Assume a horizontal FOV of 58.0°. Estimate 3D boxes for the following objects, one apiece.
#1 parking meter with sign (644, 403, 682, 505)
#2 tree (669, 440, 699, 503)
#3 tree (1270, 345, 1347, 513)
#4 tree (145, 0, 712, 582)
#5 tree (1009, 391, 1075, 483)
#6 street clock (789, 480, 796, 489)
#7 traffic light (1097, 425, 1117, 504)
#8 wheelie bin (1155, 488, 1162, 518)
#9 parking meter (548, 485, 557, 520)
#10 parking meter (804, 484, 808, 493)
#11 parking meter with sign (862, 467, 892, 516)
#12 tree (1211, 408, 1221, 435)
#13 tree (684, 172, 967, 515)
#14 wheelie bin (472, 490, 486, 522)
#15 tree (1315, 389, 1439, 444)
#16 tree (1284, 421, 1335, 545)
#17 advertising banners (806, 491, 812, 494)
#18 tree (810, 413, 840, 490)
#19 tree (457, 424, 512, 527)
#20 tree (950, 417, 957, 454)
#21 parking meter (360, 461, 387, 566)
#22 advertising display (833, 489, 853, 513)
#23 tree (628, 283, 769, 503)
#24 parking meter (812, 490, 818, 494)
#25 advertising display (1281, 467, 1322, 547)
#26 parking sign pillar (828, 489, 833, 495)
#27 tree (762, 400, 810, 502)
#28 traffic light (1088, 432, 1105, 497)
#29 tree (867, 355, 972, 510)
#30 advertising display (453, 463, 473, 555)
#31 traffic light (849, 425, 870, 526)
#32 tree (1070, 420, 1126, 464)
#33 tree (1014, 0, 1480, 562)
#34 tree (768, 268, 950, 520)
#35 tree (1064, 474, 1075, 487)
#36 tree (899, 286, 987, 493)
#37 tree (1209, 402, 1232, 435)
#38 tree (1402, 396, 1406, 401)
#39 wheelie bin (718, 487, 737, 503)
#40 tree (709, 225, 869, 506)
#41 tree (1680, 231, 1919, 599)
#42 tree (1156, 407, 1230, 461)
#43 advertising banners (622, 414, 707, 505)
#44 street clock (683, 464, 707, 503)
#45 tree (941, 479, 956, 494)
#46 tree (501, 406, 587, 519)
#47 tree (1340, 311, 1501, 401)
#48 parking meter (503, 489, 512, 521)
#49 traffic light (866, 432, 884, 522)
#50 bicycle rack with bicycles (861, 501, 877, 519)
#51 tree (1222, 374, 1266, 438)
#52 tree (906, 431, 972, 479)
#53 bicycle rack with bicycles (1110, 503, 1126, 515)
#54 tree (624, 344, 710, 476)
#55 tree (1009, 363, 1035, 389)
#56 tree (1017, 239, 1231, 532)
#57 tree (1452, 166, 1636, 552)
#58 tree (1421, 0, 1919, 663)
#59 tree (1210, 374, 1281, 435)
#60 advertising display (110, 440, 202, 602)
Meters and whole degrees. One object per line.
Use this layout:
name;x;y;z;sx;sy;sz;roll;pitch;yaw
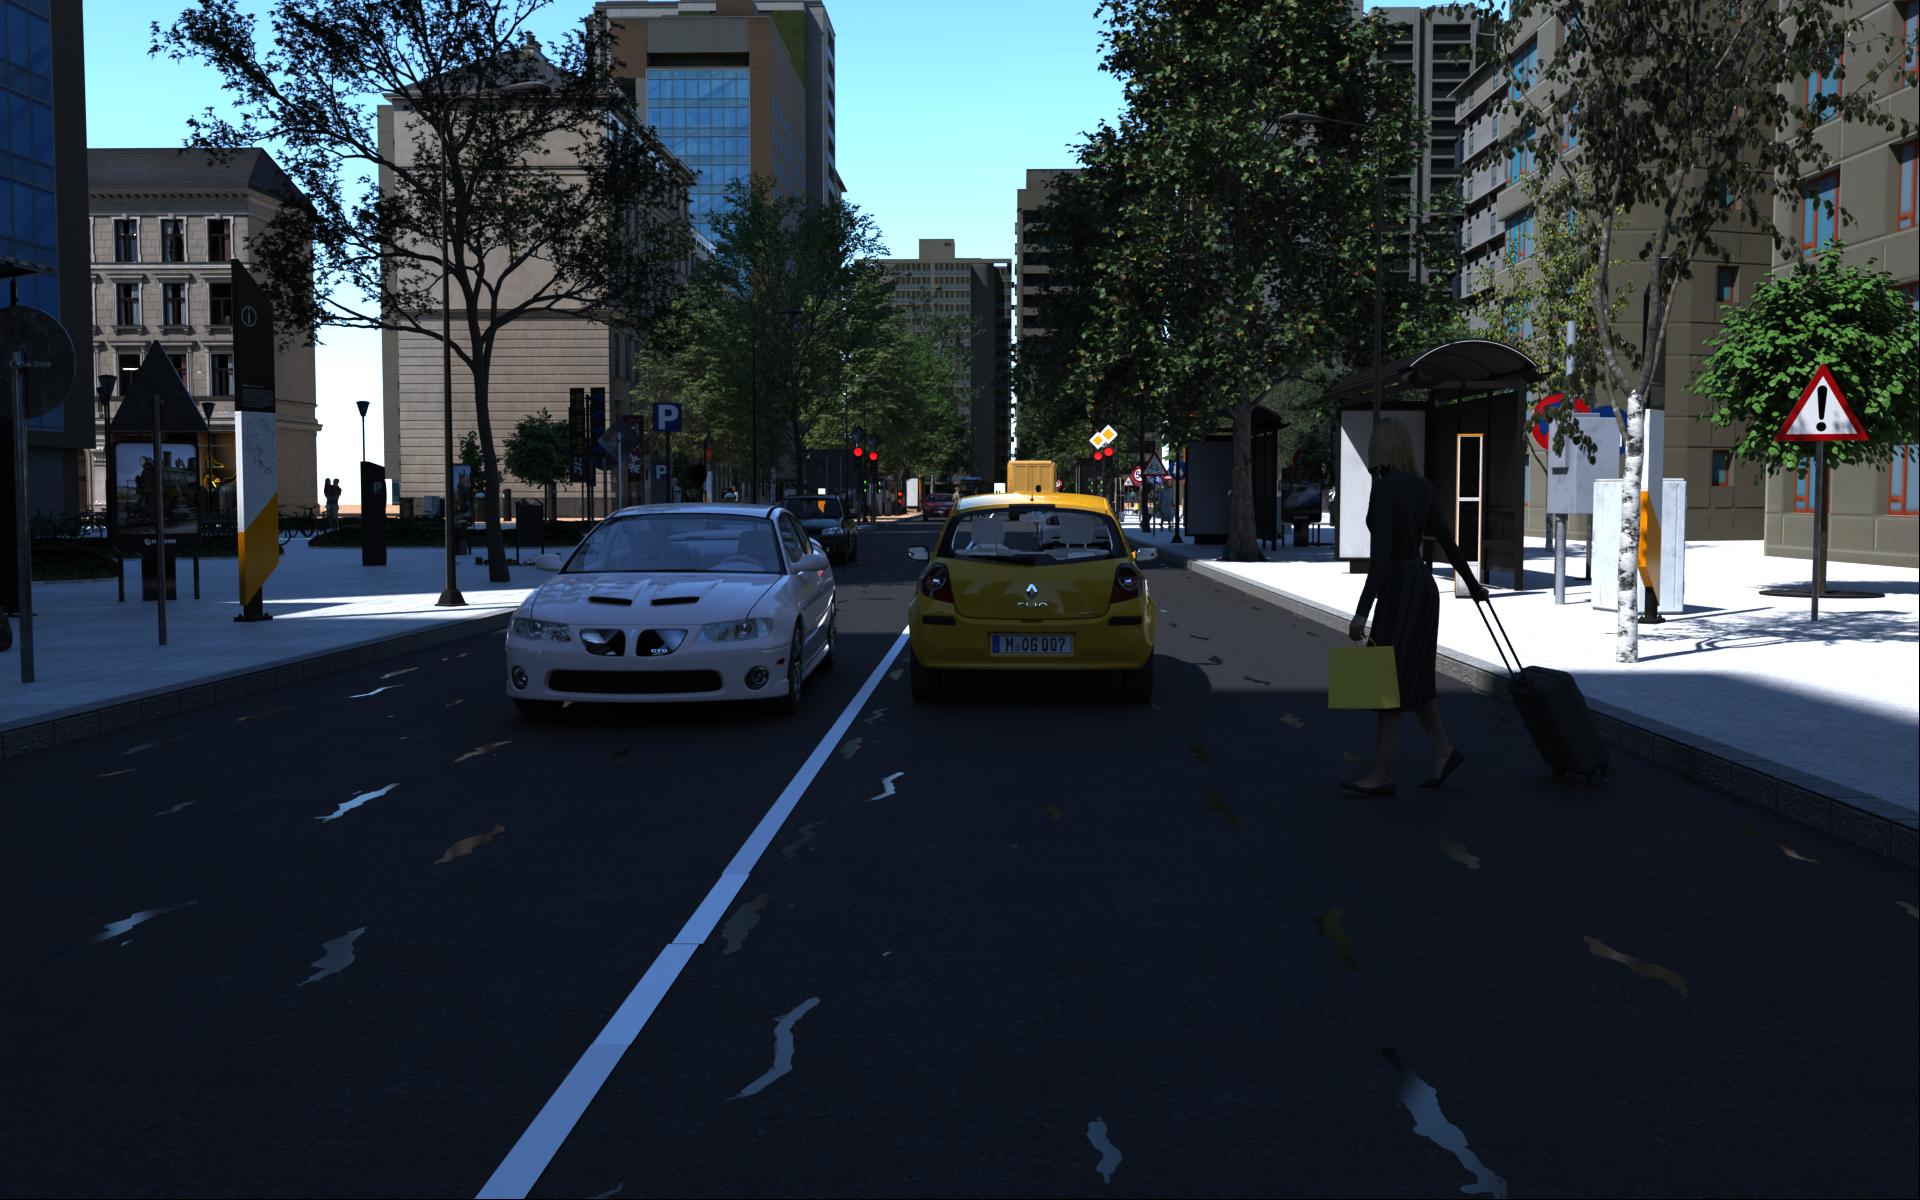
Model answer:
parking meter with sign;-5.897;-2.306;33.966;0.543;3.016;1.738;-1;4;-21
tree;-10.028;-4.105;61.723;1.663;3.219;1.824;0;3;0
tree;25.214;-12.945;118.306;9.857;13.997;8.962;0;3;0
tree;-7.073;-5.545;25.067;7.601;10.594;8.767;0;4;5
tree;10.089;-17.496;192.712;9.857;13.997;8.962;0;3;0
street clock;-8.807;-5.326;91.657;0.471;2.002;0.358;0;4;-1
traffic light;5.969;-4.962;70.055;0.839;4.253;0.868;0;4;2
wheelie bin;10.818;-5.212;93.126;0.693;1.594;0.980;3;5;40
parking meter;-18.729;-4.517;79.570;0.255;1.863;0.399;1;4;20
parking meter;-8.654;-5.545;96.366;0.399;1.863;0.255;-2;4;-33
parking meter with sign;-4.824;-6.320;99.597;1.738;3.016;0.543;-1;4;-19
tree;17.095;-9.135;99.722;4.360;8.622;3.978;0;3;0
tree;-5.375;-8.012;56.749;9.928;11.665;9.643;0;3;0
wheelie bin;-22.168;-4.403;79.892;0.980;1.594;0.693;3;5;41
tree;25.859;-10.520;106.416;8.767;10.594;7.601;0;4;-1
tree;8.800;-2.993;43.542;1.663;3.219;1.824;0;3;0
advertising banners;-8.135;-6.003;94.342;0.090;3.025;2.074;0;4;6
tree;-11.800;-11.142;132.535;4.360;8.622;3.978;0;3;0
tree;-13.523;-3.258;47.865;1.663;3.219;1.824;0;3;0
tree;-4.246;-12.338;119.847;7.486;12.596;7.792;0;3;0
parking meter;-10.506;-1.550;31.055;0.255;1.863;0.399;2;4;34
advertising display;-5.352;-4.539;79.421;0.974;1.923;0.123;-2;4;-30
tree;-14.038;-10.676;92.683;7.486;12.596;7.792;0;3;0
parking meter;-8.561;-5.766;102.691;0.372;1.533;0.369;0;3;0
advertising display;8.296;-2.255;42.076;0.974;1.923;0.123;0;4;8
parking sign pillar;-7.129;-6.643;97.090;1.447;3.967;1.447;2;4;30
tree;-13.906;-10.604;123.734;4.360;8.622;3.978;0;3;0
traffic light;6.187;-5.451;78.037;0.839;4.253;0.868;0;4;2
tree;-2.869;-13.541;138.399;9.611;12.733;9.660;0;3;0
advertising display;-10.514;-1.911;36.456;0.123;1.923;0.974;0;4;8
traffic light;-4.089;-4.978;70.312;0.839;4.253;0.868;0;4;2
tree;8.789;-9.956;113.137;4.737;8.622;4.395;0;3;0
tree;5.318;-7.097;33.039;9.611;12.733;9.660;0;3;0
tree;-5.169;-10.291;86.380;7.486;12.596;7.792;0;3;0
tree;9.478;-9.254;145.906;1.663;3.219;1.824;0;3;0
tree;-3.595;-18.627;160.446;12.611;20.169;13.585;0;3;0
tree;18.365;-10.889;128.394;4.737;8.622;4.395;0;3;0
tree;13.132;-4.222;52.740;4.285;4.588;4.351;0;3;0
wheelie bin;-11.085;-4.566;82.557;0.980;1.594;0.693;2;4;34
tree;-5.149;-6.002;48.497;4.737;8.622;4.395;0;3;0
tree;10.868;-2.335;21.893;4.285;4.588;4.351;0;3;0
tree;20.236;-13.823;144.132;7.486;12.596;7.792;0;3;0
advertising banners;-6.601;-2.603;38.749;2.074;3.025;0.090;-3;4;-37
street clock;-6.359;-2.284;41.916;0.358;2.002;0.471;3;5;40
tree;-1.116;-12.724;202.639;1.663;3.219;1.824;0;3;0
tree;-15.484;-4.956;64.738;4.285;4.588;4.351;0;3;0
tree;26.065;-10.346;94.908;9.928;11.665;9.643;0;3;0
parking meter;-21.376;-4.488;81.784;0.372;1.533;0.369;0;3;0
traffic light;-3.871;-5.466;78.294;0.839;4.253;0.868;0;4;2
bicycle rack with bicycles;-5.726;-4.715;90.464;2.925;0.926;2.852;-2;4;-25
tree;16.857;-8.747;93.380;4.360;8.622;3.978;0;3;0
tree;-2.725;-14.704;174.824;8.767;10.594;7.601;-1;4;-10
bicycle rack with bicycles;8.066;-5.190;98.234;2.925;0.926;2.852;0;4;1
tree;-14.169;-8.142;83.484;4.360;8.622;3.978;0;3;0
tree;12.589;-21.591;208.894;12.611;20.169;13.585;0;3;0
tree;5.912;-7.542;57.731;7.601;10.594;8.767;0;4;6
tree;13.092;-5.390;38.489;4.737;8.622;4.395;0;3;0
tree;5.306;-3.835;13.071;4.360;8.622;3.978;0;3;0
tree;21.814;-12.816;135.289;9.928;11.665;9.643;0;3;0
advertising display;-9.660;-0.956;20.843;0.974;1.923;0.123;-3;4;-38
